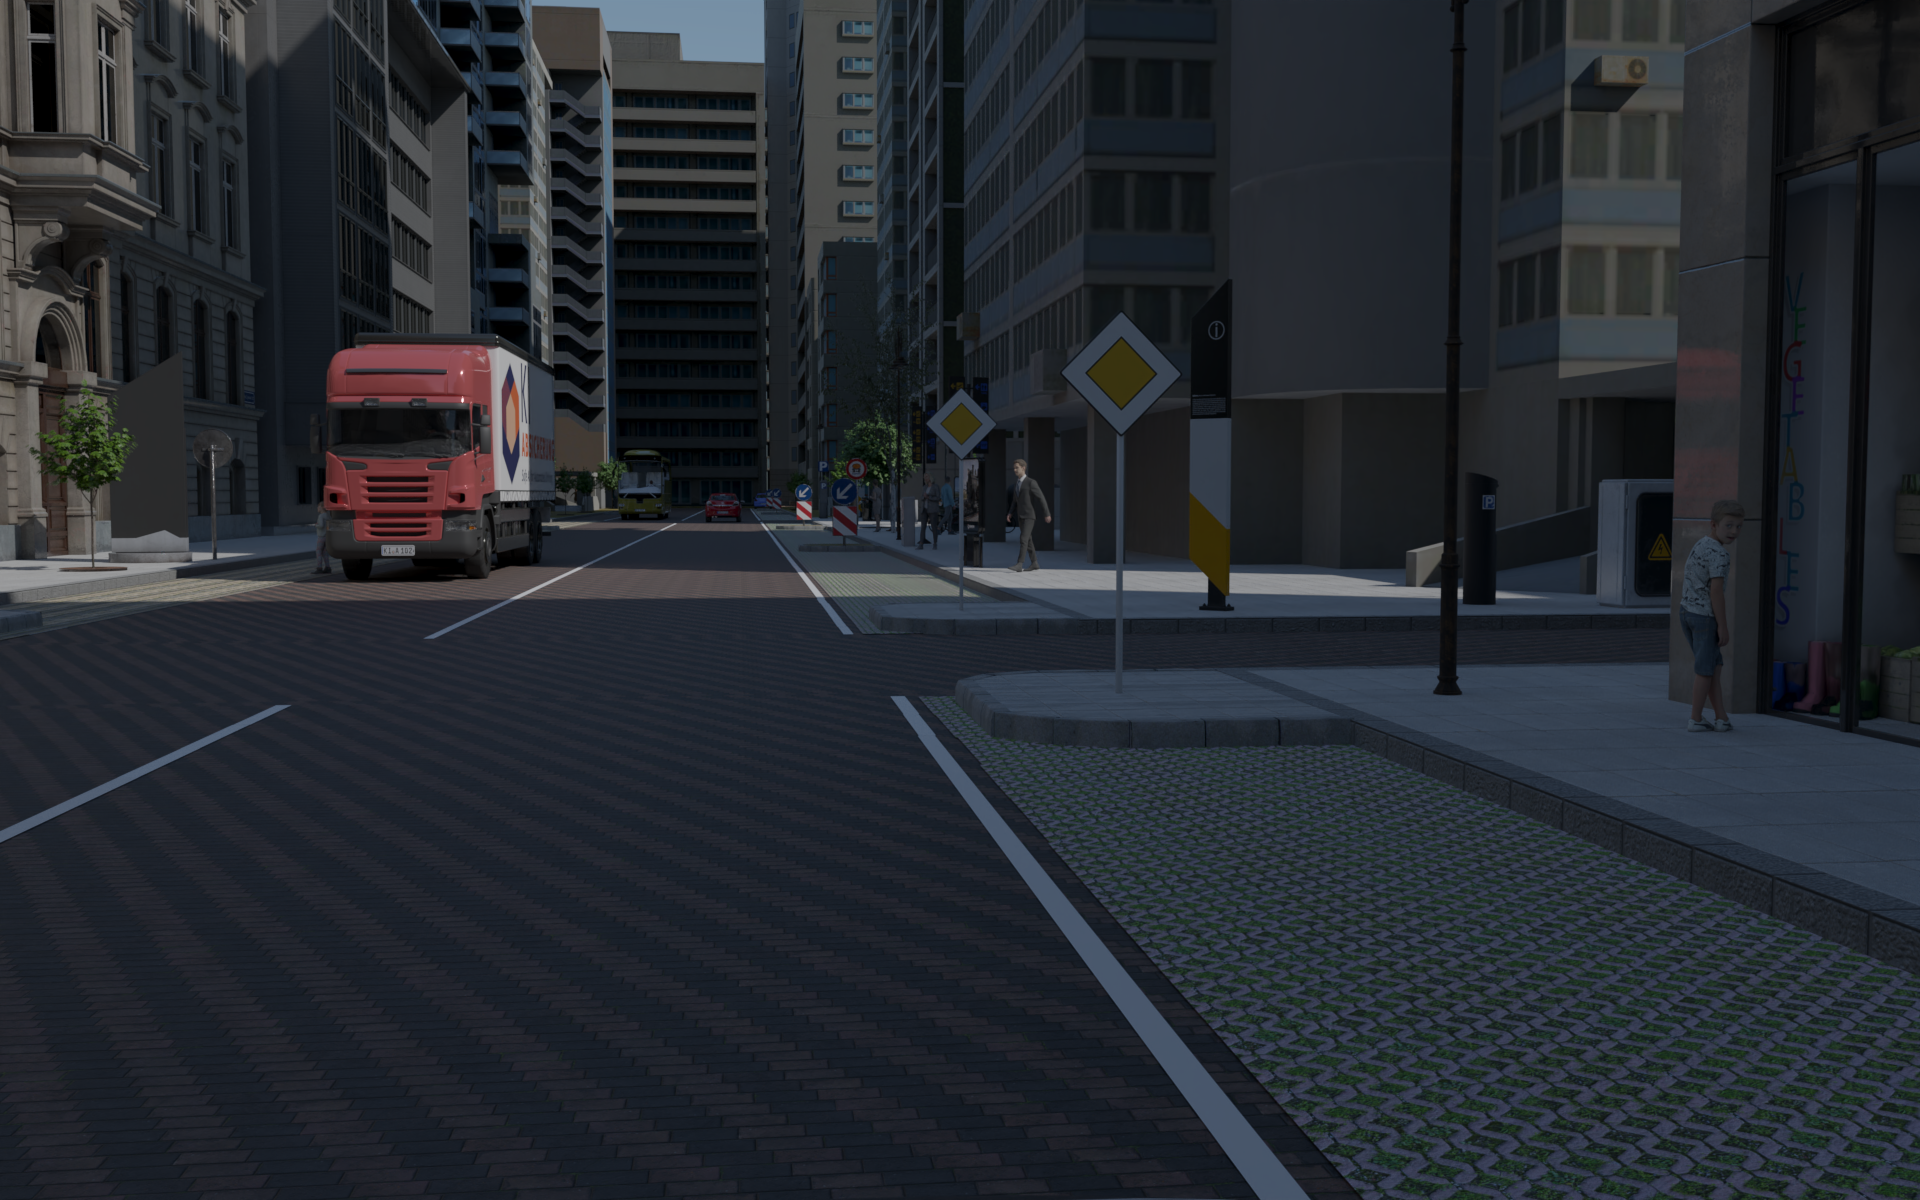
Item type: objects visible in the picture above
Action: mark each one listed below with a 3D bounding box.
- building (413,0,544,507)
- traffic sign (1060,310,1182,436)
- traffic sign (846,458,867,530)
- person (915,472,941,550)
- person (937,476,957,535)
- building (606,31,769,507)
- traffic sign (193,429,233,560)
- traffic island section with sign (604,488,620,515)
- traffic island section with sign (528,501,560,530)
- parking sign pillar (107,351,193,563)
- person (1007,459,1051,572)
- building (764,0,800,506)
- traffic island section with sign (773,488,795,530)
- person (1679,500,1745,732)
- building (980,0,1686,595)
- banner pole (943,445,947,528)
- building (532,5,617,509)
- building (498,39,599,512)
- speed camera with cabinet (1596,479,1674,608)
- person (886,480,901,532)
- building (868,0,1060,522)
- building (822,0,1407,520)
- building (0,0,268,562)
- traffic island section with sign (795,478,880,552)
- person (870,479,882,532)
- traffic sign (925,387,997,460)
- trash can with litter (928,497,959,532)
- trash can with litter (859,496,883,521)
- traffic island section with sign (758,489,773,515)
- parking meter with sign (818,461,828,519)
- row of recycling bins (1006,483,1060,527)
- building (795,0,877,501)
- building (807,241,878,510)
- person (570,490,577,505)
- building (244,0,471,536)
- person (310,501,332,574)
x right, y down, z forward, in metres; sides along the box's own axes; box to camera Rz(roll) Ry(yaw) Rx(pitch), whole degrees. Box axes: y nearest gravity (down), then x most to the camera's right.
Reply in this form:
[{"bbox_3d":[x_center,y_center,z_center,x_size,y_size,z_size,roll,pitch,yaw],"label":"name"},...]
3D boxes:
[{"bbox_3d":[-36.836,-48.434,104.570,22.319,86.520,31.000,0,4,-7],"label":"building"},{"bbox_3d":[1.045,-0.543,11.069,0.795,2.593,0.064,0,4,-7],"label":"traffic sign"},{"bbox_3d":[-3.675,-3.759,61.569,0.768,2.556,0.104,0,4,1],"label":"traffic sign"},{"bbox_3d":[-0.710,-2.061,39.926,0.537,1.800,0.526,3,5,43],"label":"person"},{"bbox_3d":[-0.455,-2.955,54.218,0.748,1.841,0.638,-1,4,-13],"label":"person"},{"bbox_3d":[-31.634,-34.414,186.367,21.600,48.544,21.300,0,4,-7],"label":"building"},{"bbox_3d":[-14.553,-2.058,33.749,0.768,2.556,0.104,0,4,-2],"label":"traffic sign"},{"bbox_3d":[-23.402,-6.755,119.070,1.989,1.847,2.006,0,4,-7],"label":"traffic island section with sign"},{"bbox_3d":[-17.002,-3.688,68.933,1.989,1.847,2.006,0,4,-7],"label":"traffic island section with sign"},{"bbox_3d":[-15.306,-2.702,32.647,1.447,3.967,1.447,-1,4,-19],"label":"parking sign pillar"},{"bbox_3d":[1.031,-1.387,28.500,0.755,1.850,0.659,-2,4,-35],"label":"person"},{"bbox_3d":[-6.857,-39.550,188.649,28.212,58.520,21.231,0,4,-7],"label":"building"},{"bbox_3d":[-6.462,-3.767,70.217,1.989,1.847,2.006,0,4,-7],"label":"traffic island section with sign"},{"bbox_3d":[4.063,0.083,9.364,0.352,1.250,0.332,3,5,43],"label":"person"},{"bbox_3d":[12.828,-21.149,37.673,23.993,40.220,32.217,0,4,-7],"label":"building"},{"bbox_3d":[-0.532,-4.651,66.062,0.401,3.779,0.863,0,4,-4],"label":"banner pole"},{"bbox_3d":[-39.154,-31.031,157.474,14.200,45.320,14.600,0,4,-7],"label":"building"},{"bbox_3d":[-44.845,-26.957,132.633,32.217,40.220,23.993,0,4,-7],"label":"building"},{"bbox_3d":[8.374,-1.556,19.779,2.038,3.252,0.660,-1,4,-11],"label":"speed camera with cabinet"},{"bbox_3d":[-2.229,-3.254,59.349,0.391,1.810,0.635,-2,4,-35],"label":"person"},{"bbox_3d":[6.376,-39.483,83.804,20.563,71.187,20.611,0,4,-7],"label":"building"},{"bbox_3d":[7.570,-25.460,108.154,32.217,40.220,23.993,0,4,-7],"label":"building"},{"bbox_3d":[-23.998,-13.141,33.946,14.460,24.649,34.723,0,4,-7],"label":"building"},{"bbox_3d":[-3.052,-2.131,43.478,1.989,1.847,2.006,0,4,-7],"label":"traffic island section with sign"},{"bbox_3d":[-2.832,-3.174,58.282,0.374,1.781,0.599,2,4,25],"label":"person"},{"bbox_3d":[0.036,-1.027,18.990,0.795,2.593,0.064,0,4,-7],"label":"traffic sign"},{"bbox_3d":[-0.438,-2.902,58.831,1.055,1.170,0.624,1,4,10],"label":"trash can with litter"},{"bbox_3d":[-4.234,-4.322,82.052,1.055,1.170,0.624,-2,4,-35],"label":"trash can with litter"},{"bbox_3d":[-12.893,-6.857,120.746,1.989,1.847,2.006,0,4,-7],"label":"traffic island section with sign"},{"bbox_3d":[-7.198,-5.806,91.188,0.543,3.016,1.738,0,4,-4],"label":"parking meter with sign"},{"bbox_3d":[2.581,-3.708,67.731,3.534,1.692,1.069,-2,4,-31],"label":"row of recycling bins"},{"bbox_3d":[-3.912,-32.707,158.457,21.300,48.544,21.600,0,4,-7],"label":"building"},{"bbox_3d":[2.546,-17.716,134.696,27.650,21.520,28.899,0,4,-7],"label":"building"},{"bbox_3d":[-33.456,-8.825,151.052,1.217,1.735,0.721,1,4,15],"label":"person"},{"bbox_3d":[-28.092,-15.113,66.170,14.314,24.678,30.058,0,4,-7],"label":"building"},{"bbox_3d":[-11.368,-1.104,30.829,0.394,1.301,0.425,-1,4,-19],"label":"person"}]
